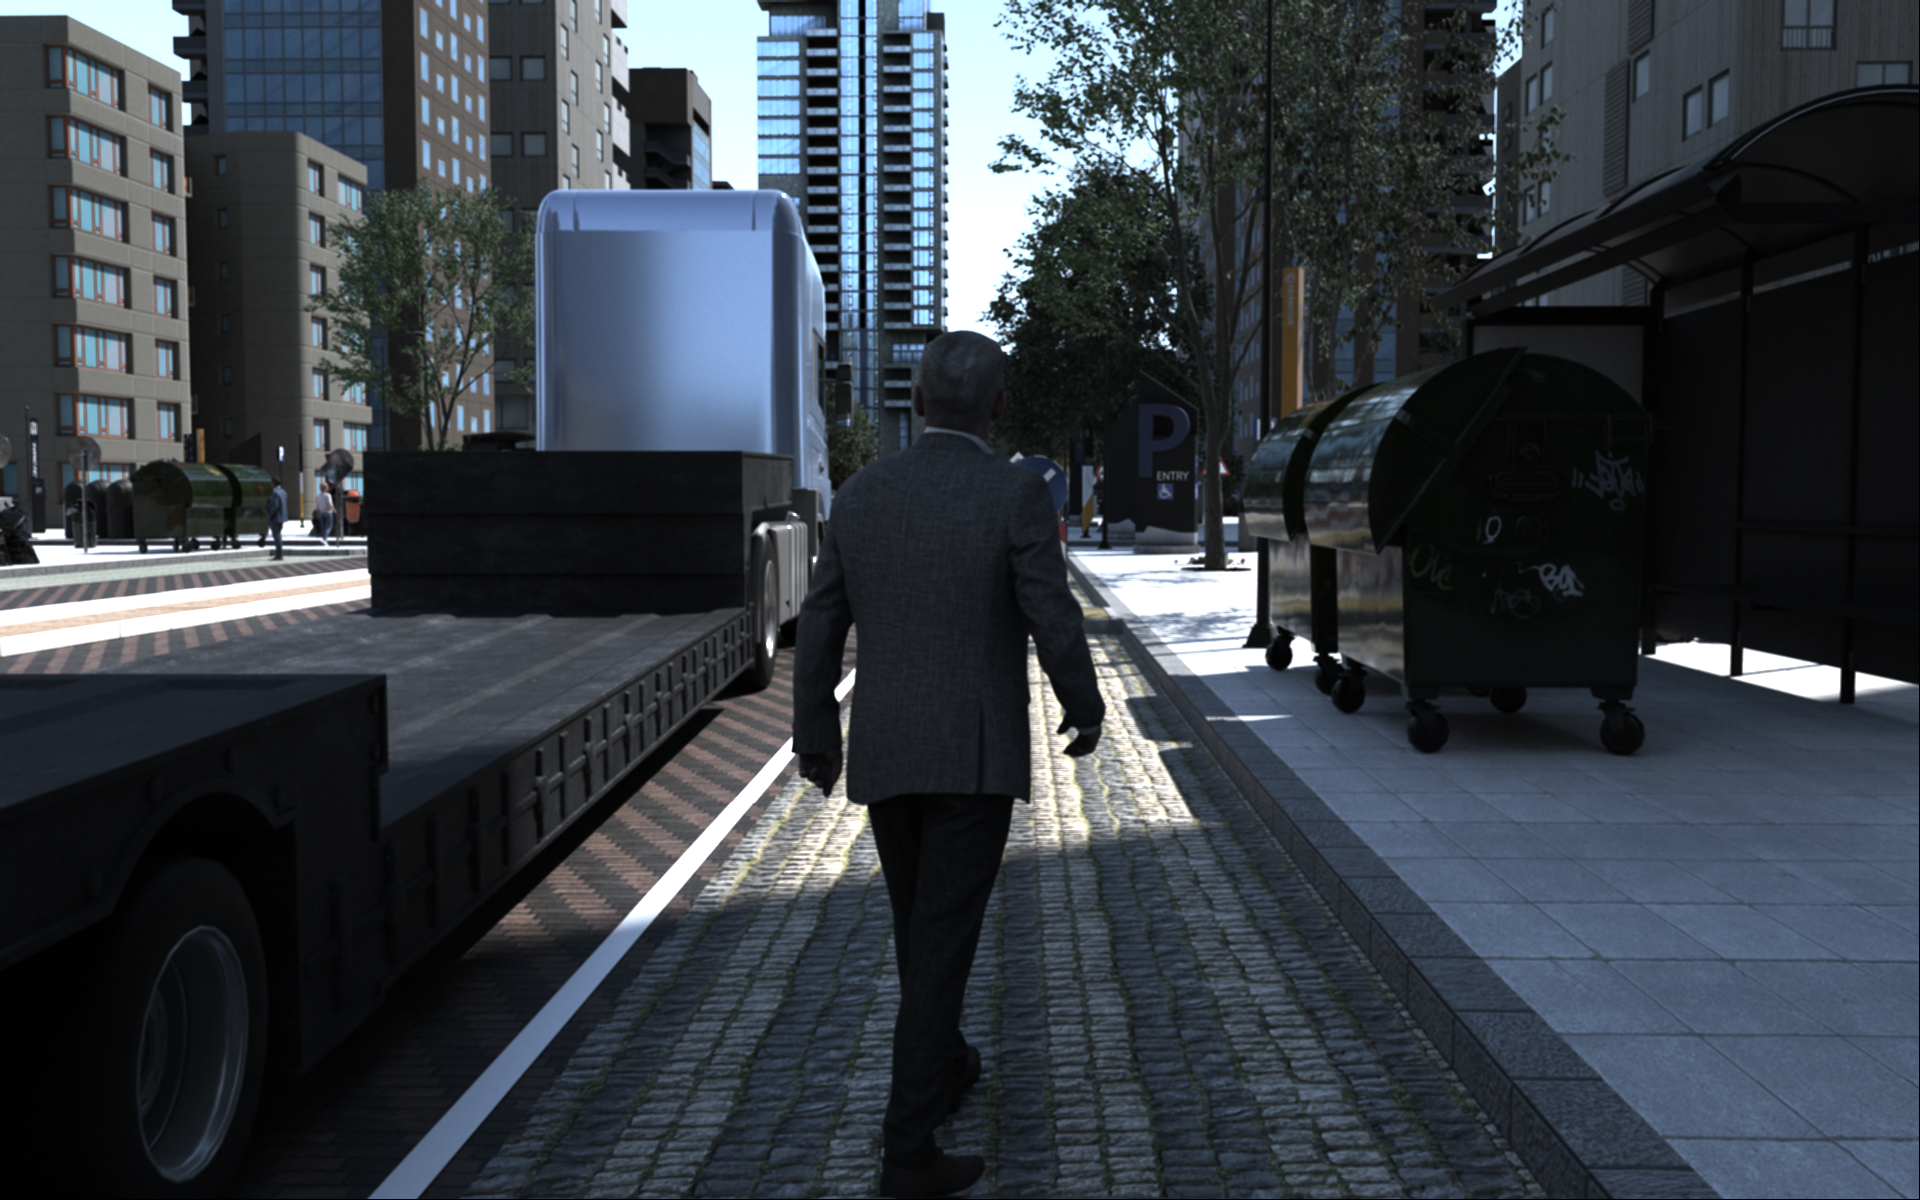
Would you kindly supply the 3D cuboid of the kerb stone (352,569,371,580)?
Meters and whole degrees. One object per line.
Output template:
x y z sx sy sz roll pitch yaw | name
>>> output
-10.126 -0.424 29.134 0.120 0.150 1.000 0 4 2 | kerb stone

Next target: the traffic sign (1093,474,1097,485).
8.096 -6.543 107.084 0.768 2.556 0.104 0 4 4 | traffic sign

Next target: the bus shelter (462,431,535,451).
-17.562 -4.653 67.367 1.731 3.624 6.357 0 4 2 | bus shelter

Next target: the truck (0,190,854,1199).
-2.604 -1.213 9.587 2.967 4.110 18.799 0 4 0 | truck

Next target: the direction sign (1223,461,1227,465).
18.287 -7.678 117.537 0.876 3.537 0.379 0 4 -6 | direction sign

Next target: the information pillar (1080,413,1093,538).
3.723 -3.621 50.558 0.183 3.616 0.504 2 4 35 | information pillar

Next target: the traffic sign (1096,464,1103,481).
5.982 -4.356 71.330 0.768 2.556 0.104 0 4 5 | traffic sign

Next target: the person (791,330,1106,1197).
-0.004 0.313 3.775 0.661 1.777 0.834 1 4 20 | person

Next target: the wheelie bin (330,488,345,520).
-30.359 -4.690 84.593 0.693 1.594 0.980 3 4 38 | wheelie bin

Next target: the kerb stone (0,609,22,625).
-10.445 0.204 18.893 0.120 0.150 1.000 0 4 2 | kerb stone

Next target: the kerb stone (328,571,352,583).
-10.159 -0.362 28.113 0.120 0.150 1.000 0 4 2 | kerb stone

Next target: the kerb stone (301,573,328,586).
-10.191 -0.299 27.092 0.120 0.150 1.000 0 4 2 | kerb stone

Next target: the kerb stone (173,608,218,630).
-8.353 0.211 18.754 0.120 0.150 1.000 0 4 2 | kerb stone

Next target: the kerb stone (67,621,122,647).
-8.427 0.337 16.707 0.120 0.150 1.000 0 4 2 | kerb stone

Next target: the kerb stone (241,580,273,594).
-10.249 -0.173 25.035 0.120 0.150 1.000 0 4 2 | kerb stone

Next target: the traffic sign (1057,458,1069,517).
6.086 -6.275 96.476 2.265 3.308 0.079 0 4 6 | traffic sign

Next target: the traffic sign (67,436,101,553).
-19.124 -2.306 37.817 0.768 2.556 0.104 0 4 3 | traffic sign

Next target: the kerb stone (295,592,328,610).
-8.258 0.022 21.832 0.120 0.150 1.000 0 4 2 | kerb stone

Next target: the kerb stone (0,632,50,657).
-8.447 0.398 15.685 0.120 0.150 1.000 0 4 2 | kerb stone

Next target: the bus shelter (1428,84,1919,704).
4.724 -1.066 11.345 2.014 3.302 5.546 0 4 2 | bus shelter

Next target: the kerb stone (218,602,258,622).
-8.324 0.153 19.776 0.120 0.150 1.000 0 4 2 | kerb stone

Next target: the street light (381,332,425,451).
-16.010 -4.722 49.753 1.470 5.913 1.316 0 4 2 | street light

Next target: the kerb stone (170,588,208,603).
-10.317 -0.048 22.992 0.120 0.150 1.000 0 4 2 | kerb stone

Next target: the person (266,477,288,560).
-14.676 -1.746 37.234 0.419 1.800 0.721 -1 4 -9 | person

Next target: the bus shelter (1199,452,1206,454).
8.299 -4.519 67.808 2.014 3.302 5.546 0 4 2 | bus shelter

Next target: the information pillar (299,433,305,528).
-25.115 -4.567 66.031 0.183 3.616 0.504 -1 4 -23 | information pillar

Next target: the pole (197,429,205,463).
-23.729 -3.691 54.189 0.158 3.312 0.155 0 3 0 | pole

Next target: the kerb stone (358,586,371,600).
-8.195 -0.103 23.875 0.120 0.150 1.000 0 4 2 | kerb stone

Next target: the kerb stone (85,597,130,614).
-10.385 0.080 20.946 0.120 0.150 1.000 0 4 2 | kerb stone

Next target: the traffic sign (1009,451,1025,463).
1.368 -2.265 40.669 0.795 2.450 0.064 0 4 2 | traffic sign

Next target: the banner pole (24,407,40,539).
-26.701 -3.660 49.859 0.401 3.779 0.863 0 4 -3 | banner pole

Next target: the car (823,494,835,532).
-4.270 -3.232 64.648 2.131 1.459 4.920 0 4 0 | car

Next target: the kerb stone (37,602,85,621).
-10.416 0.139 19.917 0.120 0.150 1.000 0 4 2 | kerb stone

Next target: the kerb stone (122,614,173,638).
-8.390 0.273 17.732 0.120 0.150 1.000 0 4 2 | kerb stone

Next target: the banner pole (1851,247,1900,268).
7.044 -1.427 13.354 0.863 3.779 0.401 -2 4 -34 | banner pole

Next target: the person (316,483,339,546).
-17.159 -2.306 46.871 0.731 1.740 0.598 0 4 4 | person

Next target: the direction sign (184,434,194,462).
-29.089 -4.489 65.385 0.379 3.537 0.876 -3 5 -43 | direction sign

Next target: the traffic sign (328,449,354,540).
-17.387 -2.968 48.641 0.768 2.556 0.104 0 4 7 | traffic sign

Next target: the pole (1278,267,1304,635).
3.013 -1.340 15.746 0.158 3.312 0.155 0 3 0 | pole

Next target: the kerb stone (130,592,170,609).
-10.355 0.022 21.970 0.120 0.150 1.000 0 4 2 | kerb stone

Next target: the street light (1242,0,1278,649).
2.006 -2.559 14.386 1.470 5.913 1.316 0 4 2 | street light

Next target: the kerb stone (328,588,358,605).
-8.221 -0.035 22.854 0.120 0.150 1.000 0 4 2 | kerb stone

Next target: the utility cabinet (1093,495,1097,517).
7.328 -5.310 97.983 0.306 1.237 1.020 3 5 41 | utility cabinet

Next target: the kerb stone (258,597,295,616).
-8.290 0.085 20.802 0.120 0.150 1.000 0 4 2 | kerb stone

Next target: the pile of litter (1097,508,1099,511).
9.966 -6.599 121.861 1.719 0.858 1.176 -1 4 -11 | pile of litter

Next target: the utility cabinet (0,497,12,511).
-19.255 -1.430 34.541 1.020 1.237 0.306 3 5 40 | utility cabinet

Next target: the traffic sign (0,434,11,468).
-19.965 -2.182 35.785 0.768 2.556 0.104 0 4 5 | traffic sign

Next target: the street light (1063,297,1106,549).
2.833 -4.137 40.188 1.470 5.913 1.316 0 4 2 | street light

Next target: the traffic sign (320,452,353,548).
-14.818 -2.297 41.197 0.795 2.450 0.064 0 4 2 | traffic sign

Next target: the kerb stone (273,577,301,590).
-10.224 -0.236 26.062 0.120 0.150 1.000 0 4 2 | kerb stone

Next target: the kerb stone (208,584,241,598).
-10.286 -0.102 24.014 0.120 0.150 1.000 0 4 2 | kerb stone

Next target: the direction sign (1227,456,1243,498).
16.342 -6.731 102.051 0.379 3.537 0.876 -3 4 -37 | direction sign

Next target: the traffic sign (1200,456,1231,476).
7.346 -3.049 49.862 0.884 2.594 0.081 0 4 4 | traffic sign
